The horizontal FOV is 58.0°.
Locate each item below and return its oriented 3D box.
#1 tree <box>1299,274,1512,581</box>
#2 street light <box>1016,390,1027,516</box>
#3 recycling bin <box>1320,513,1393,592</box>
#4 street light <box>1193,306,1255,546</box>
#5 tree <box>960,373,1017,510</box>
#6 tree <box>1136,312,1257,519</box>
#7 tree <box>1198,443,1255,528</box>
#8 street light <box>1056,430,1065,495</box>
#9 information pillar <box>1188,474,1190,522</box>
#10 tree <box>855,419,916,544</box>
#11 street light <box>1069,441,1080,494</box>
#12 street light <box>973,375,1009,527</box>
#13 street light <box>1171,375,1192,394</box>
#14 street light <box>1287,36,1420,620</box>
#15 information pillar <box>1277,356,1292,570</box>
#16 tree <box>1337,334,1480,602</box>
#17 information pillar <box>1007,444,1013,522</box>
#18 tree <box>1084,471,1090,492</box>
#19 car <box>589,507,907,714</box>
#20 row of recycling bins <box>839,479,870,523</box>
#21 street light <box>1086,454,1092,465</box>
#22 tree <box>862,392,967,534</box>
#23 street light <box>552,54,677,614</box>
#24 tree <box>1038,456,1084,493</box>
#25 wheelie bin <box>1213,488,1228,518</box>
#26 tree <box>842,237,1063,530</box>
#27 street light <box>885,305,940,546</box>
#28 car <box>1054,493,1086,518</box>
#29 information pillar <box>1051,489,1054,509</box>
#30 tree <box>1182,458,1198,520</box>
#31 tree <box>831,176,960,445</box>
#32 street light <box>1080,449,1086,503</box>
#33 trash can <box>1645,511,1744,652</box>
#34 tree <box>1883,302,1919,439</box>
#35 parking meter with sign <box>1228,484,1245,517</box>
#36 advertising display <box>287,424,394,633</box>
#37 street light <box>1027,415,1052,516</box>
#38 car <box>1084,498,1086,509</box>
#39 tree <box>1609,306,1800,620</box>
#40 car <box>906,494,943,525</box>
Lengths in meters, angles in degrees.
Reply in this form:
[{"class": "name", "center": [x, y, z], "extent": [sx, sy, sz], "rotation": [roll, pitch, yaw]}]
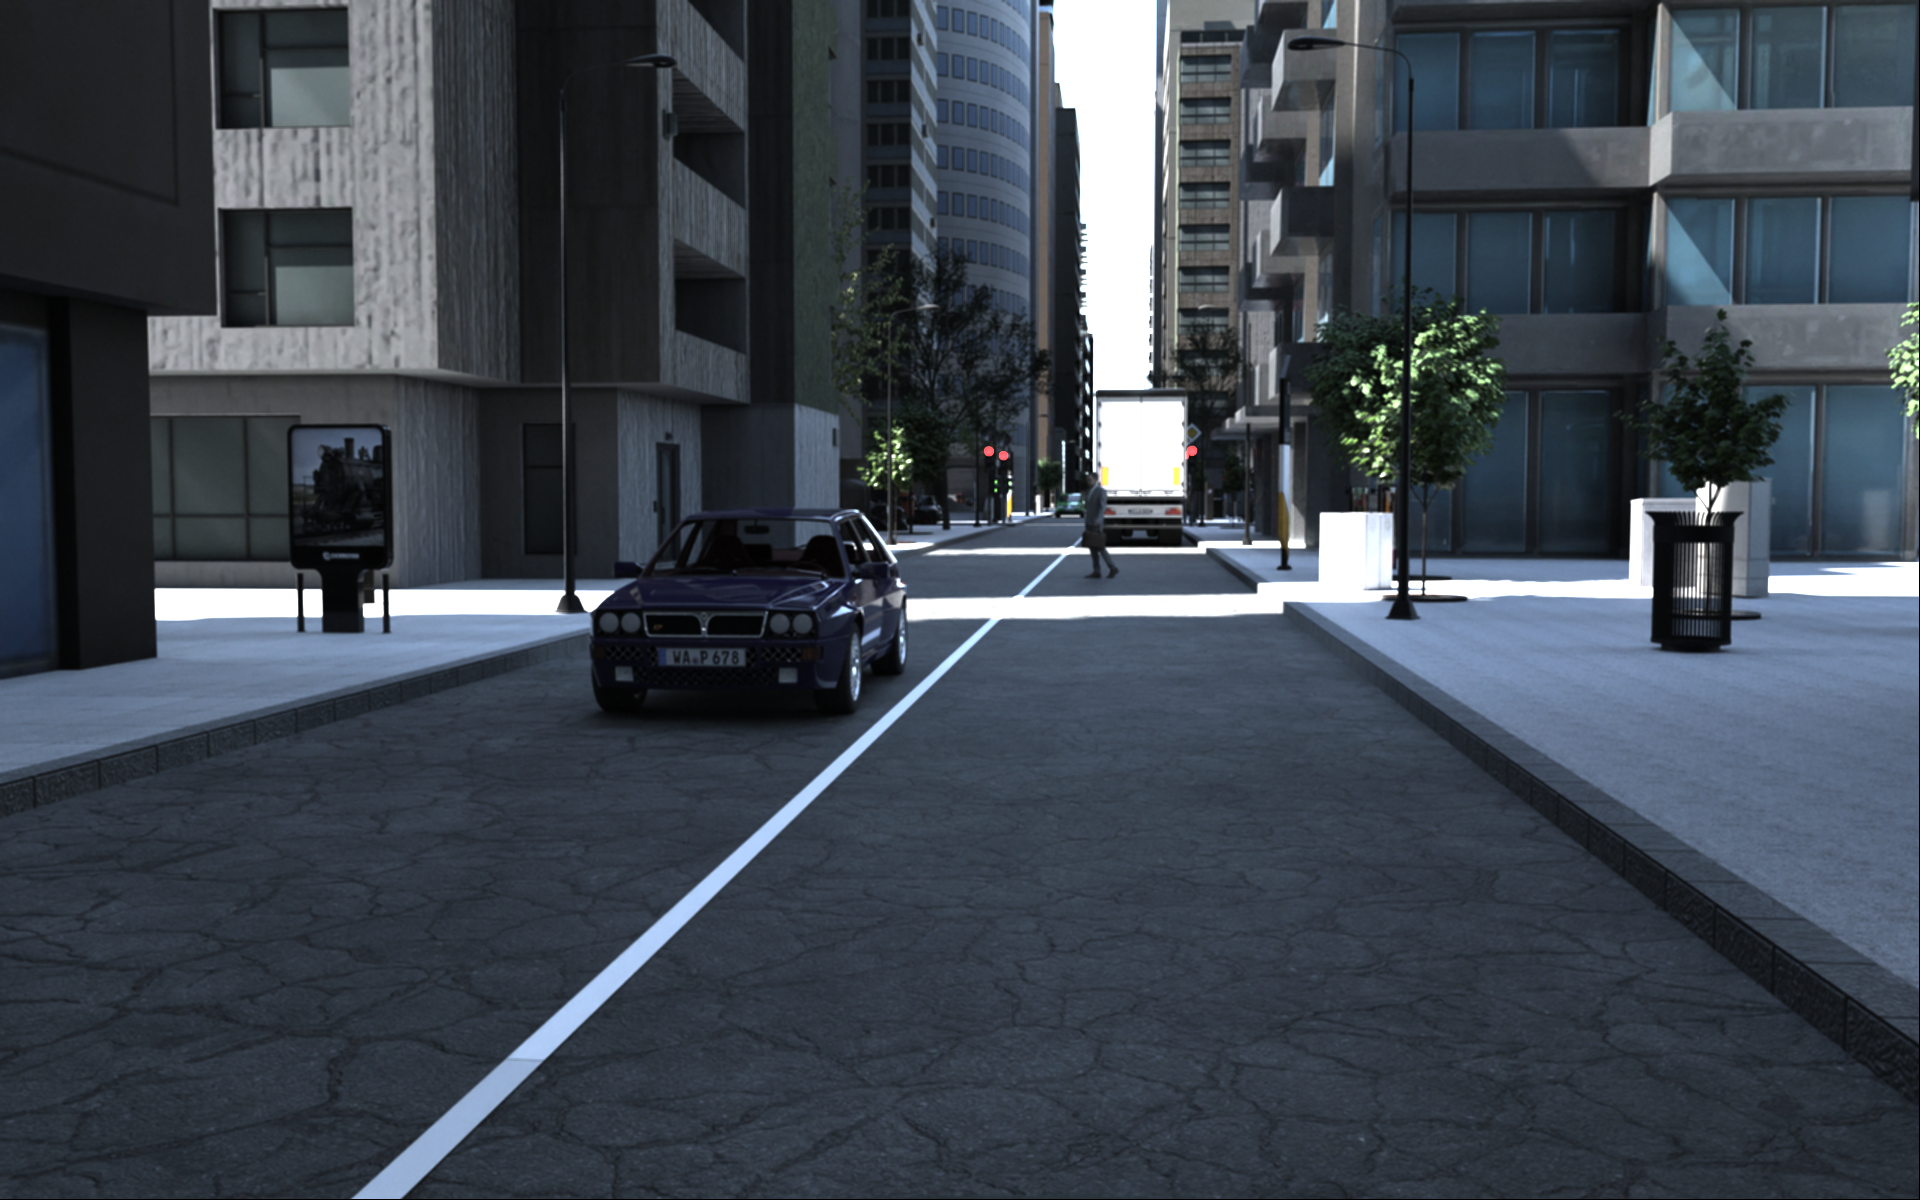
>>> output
[{"class": "tree", "center": [6.739, -2.591, 26.070], "extent": [4.285, 4.588, 4.351], "rotation": [0, 3, 0]}, {"class": "street light", "center": [2.091, -6.385, 76.928], "extent": [1.470, 5.913, 1.316], "rotation": [0, 4, 6]}, {"class": "recycling bin", "center": [5.313, -0.652, 23.219], "extent": [0.722, 1.027, 0.722], "rotation": [3, 5, 45]}, {"class": "street light", "center": [6.578, -4.296, 42.788], "extent": [1.470, 5.913, 1.316], "rotation": [0, 4, 6]}, {"class": "tree", "center": [1.094, -9.383, 103.768], "extent": [4.737, 8.622, 4.395], "rotation": [0, 3, 0]}, {"class": "tree", "center": [12.322, -9.508, 89.867], "extent": [8.767, 10.594, 7.601], "rotation": [0, 4, 6]}, {"class": "tree", "center": [10.207, -4.295, 64.828], "extent": [1.663, 3.219, 1.824], "rotation": [0, 3, 0]}, {"class": "street light", "center": [6.915, -9.417, 126.503], "extent": [1.470, 5.913, 1.316], "rotation": [0, 4, 6]}, {"class": "information pillar", "center": [10.772, -5.461, 80.640], "extent": [0.183, 3.616, 0.504], "rotation": [-1, 4, -16]}, {"class": "tree", "center": [-1.617, -3.067, 44.749], "extent": [1.663, 3.219, 1.824], "rotation": [0, 3, 0]}, {"class": "street light", "center": [9.616, -11.044, 153.115], "extent": [1.470, 5.913, 1.316], "rotation": [0, 4, 6]}, {"class": "street light", "center": [1.217, -5.800, 67.377], "extent": [1.470, 5.913, 1.316], "rotation": [0, 4, 6]}, {"class": "street light", "center": [8.919, -5.811, 67.553], "extent": [1.470, 5.913, 1.316], "rotation": [0, 4, 6]}, {"class": "street light", "center": [4.021, -2.762, 17.707], "extent": [1.470, 5.913, 1.316], "rotation": [0, 4, 6]}, {"class": "information pillar", "center": [5.468, -2.313, 29.180], "extent": [0.183, 3.616, 0.504], "rotation": [1, 4, 23]}, {"class": "tree", "center": [5.688, -1.617, 21.046], "extent": [1.663, 3.219, 1.824], "rotation": [0, 3, 0]}, {"class": "information pillar", "center": [2.317, -5.409, 79.787], "extent": [0.183, 3.616, 0.504], "rotation": [-1, 4, -18]}, {"class": "tree", "center": [15.487, -14.699, 224.040], "extent": [4.285, 4.588, 4.351], "rotation": [0, 3, 0]}, {"class": "car", "center": [-1.415, 0.000, 12.581], "extent": [1.945, 1.354, 3.894], "rotation": [0, 4, 5]}, {"class": "row of recycling bins", "center": [-3.066, -2.544, 48.706], "extent": [1.069, 1.692, 3.534], "rotation": [0, 3, 0]}, {"class": "street light", "center": [14.374, -14.059, 202.406], "extent": [1.470, 5.913, 1.316], "rotation": [0, 4, 6]}, {"class": "tree", "center": [-1.494, -4.396, 55.583], "extent": [4.285, 4.588, 4.351], "rotation": [0, 3, 0]}, {"class": "street light", "center": [-3.684, -2.812, 18.517], "extent": [1.470, 5.913, 1.316], "rotation": [0, 4, 6]}, {"class": "tree", "center": [7.336, -9.944, 146.295], "extent": [4.285, 4.588, 4.351], "rotation": [0, 3, 0]}, {"class": "wheelie bin", "center": [13.800, -5.153, 92.157], "extent": [0.980, 1.594, 0.693], "rotation": [2, 4, 32]}, {"class": "tree", "center": [-0.407, -7.811, 62.129], "extent": [8.767, 10.594, 7.601], "rotation": [1, 4, 9]}, {"class": "street light", "center": [-1.188, -4.295, 42.758], "extent": [1.470, 5.913, 1.316], "rotation": [0, 4, 6]}, {"class": "car", "center": [6.802, -5.988, 106.706], "extent": [1.959, 1.807, 4.718], "rotation": [0, 4, 5]}, {"class": "information pillar", "center": [8.132, -9.032, 152.170], "extent": [0.304, 2.012, 0.304], "rotation": [0, 4, -5]}, {"class": "tree", "center": [11.704, -5.503, 84.575], "extent": [1.663, 3.219, 1.824], "rotation": [0, 3, 0]}, {"class": "tree", "center": [-3.223, -5.413, 38.869], "extent": [4.737, 8.622, 4.395], "rotation": [0, 3, 0]}, {"class": "street light", "center": [11.917, -12.543, 177.625], "extent": [1.470, 5.913, 1.316], "rotation": [0, 4, 6]}, {"class": "trash can", "center": [6.010, -0.157, 14.215], "extent": [0.748, 1.137, 0.748], "rotation": [0, 3, 0]}, {"class": "tree", "center": [13.692, -2.351, 22.159], "extent": [4.285, 4.588, 4.351], "rotation": [0, 3, 0]}, {"class": "parking meter with sign", "center": [15.676, -6.078, 95.637], "extent": [1.738, 3.016, 0.543], "rotation": [2, 4, 31]}, {"class": "advertising display", "center": [-5.719, -0.660, 16.005], "extent": [0.974, 1.923, 0.123], "rotation": [1, 4, 9]}, {"class": "street light", "center": [4.488, -7.885, 101.466], "extent": [1.470, 5.913, 1.316], "rotation": [0, 4, 6]}, {"class": "car", "center": [13.018, -9.511, 167.510], "extent": [2.014, 1.417, 4.499], "rotation": [0, 4, 8]}, {"class": "tree", "center": [7.830, -1.423, 17.876], "extent": [1.663, 3.219, 1.824], "rotation": [0, 3, 0]}, {"class": "car", "center": [-2.730, -3.846, 72.663], "extent": [4.222, 1.686, 2.009], "rotation": [0, 4, 6]}]
